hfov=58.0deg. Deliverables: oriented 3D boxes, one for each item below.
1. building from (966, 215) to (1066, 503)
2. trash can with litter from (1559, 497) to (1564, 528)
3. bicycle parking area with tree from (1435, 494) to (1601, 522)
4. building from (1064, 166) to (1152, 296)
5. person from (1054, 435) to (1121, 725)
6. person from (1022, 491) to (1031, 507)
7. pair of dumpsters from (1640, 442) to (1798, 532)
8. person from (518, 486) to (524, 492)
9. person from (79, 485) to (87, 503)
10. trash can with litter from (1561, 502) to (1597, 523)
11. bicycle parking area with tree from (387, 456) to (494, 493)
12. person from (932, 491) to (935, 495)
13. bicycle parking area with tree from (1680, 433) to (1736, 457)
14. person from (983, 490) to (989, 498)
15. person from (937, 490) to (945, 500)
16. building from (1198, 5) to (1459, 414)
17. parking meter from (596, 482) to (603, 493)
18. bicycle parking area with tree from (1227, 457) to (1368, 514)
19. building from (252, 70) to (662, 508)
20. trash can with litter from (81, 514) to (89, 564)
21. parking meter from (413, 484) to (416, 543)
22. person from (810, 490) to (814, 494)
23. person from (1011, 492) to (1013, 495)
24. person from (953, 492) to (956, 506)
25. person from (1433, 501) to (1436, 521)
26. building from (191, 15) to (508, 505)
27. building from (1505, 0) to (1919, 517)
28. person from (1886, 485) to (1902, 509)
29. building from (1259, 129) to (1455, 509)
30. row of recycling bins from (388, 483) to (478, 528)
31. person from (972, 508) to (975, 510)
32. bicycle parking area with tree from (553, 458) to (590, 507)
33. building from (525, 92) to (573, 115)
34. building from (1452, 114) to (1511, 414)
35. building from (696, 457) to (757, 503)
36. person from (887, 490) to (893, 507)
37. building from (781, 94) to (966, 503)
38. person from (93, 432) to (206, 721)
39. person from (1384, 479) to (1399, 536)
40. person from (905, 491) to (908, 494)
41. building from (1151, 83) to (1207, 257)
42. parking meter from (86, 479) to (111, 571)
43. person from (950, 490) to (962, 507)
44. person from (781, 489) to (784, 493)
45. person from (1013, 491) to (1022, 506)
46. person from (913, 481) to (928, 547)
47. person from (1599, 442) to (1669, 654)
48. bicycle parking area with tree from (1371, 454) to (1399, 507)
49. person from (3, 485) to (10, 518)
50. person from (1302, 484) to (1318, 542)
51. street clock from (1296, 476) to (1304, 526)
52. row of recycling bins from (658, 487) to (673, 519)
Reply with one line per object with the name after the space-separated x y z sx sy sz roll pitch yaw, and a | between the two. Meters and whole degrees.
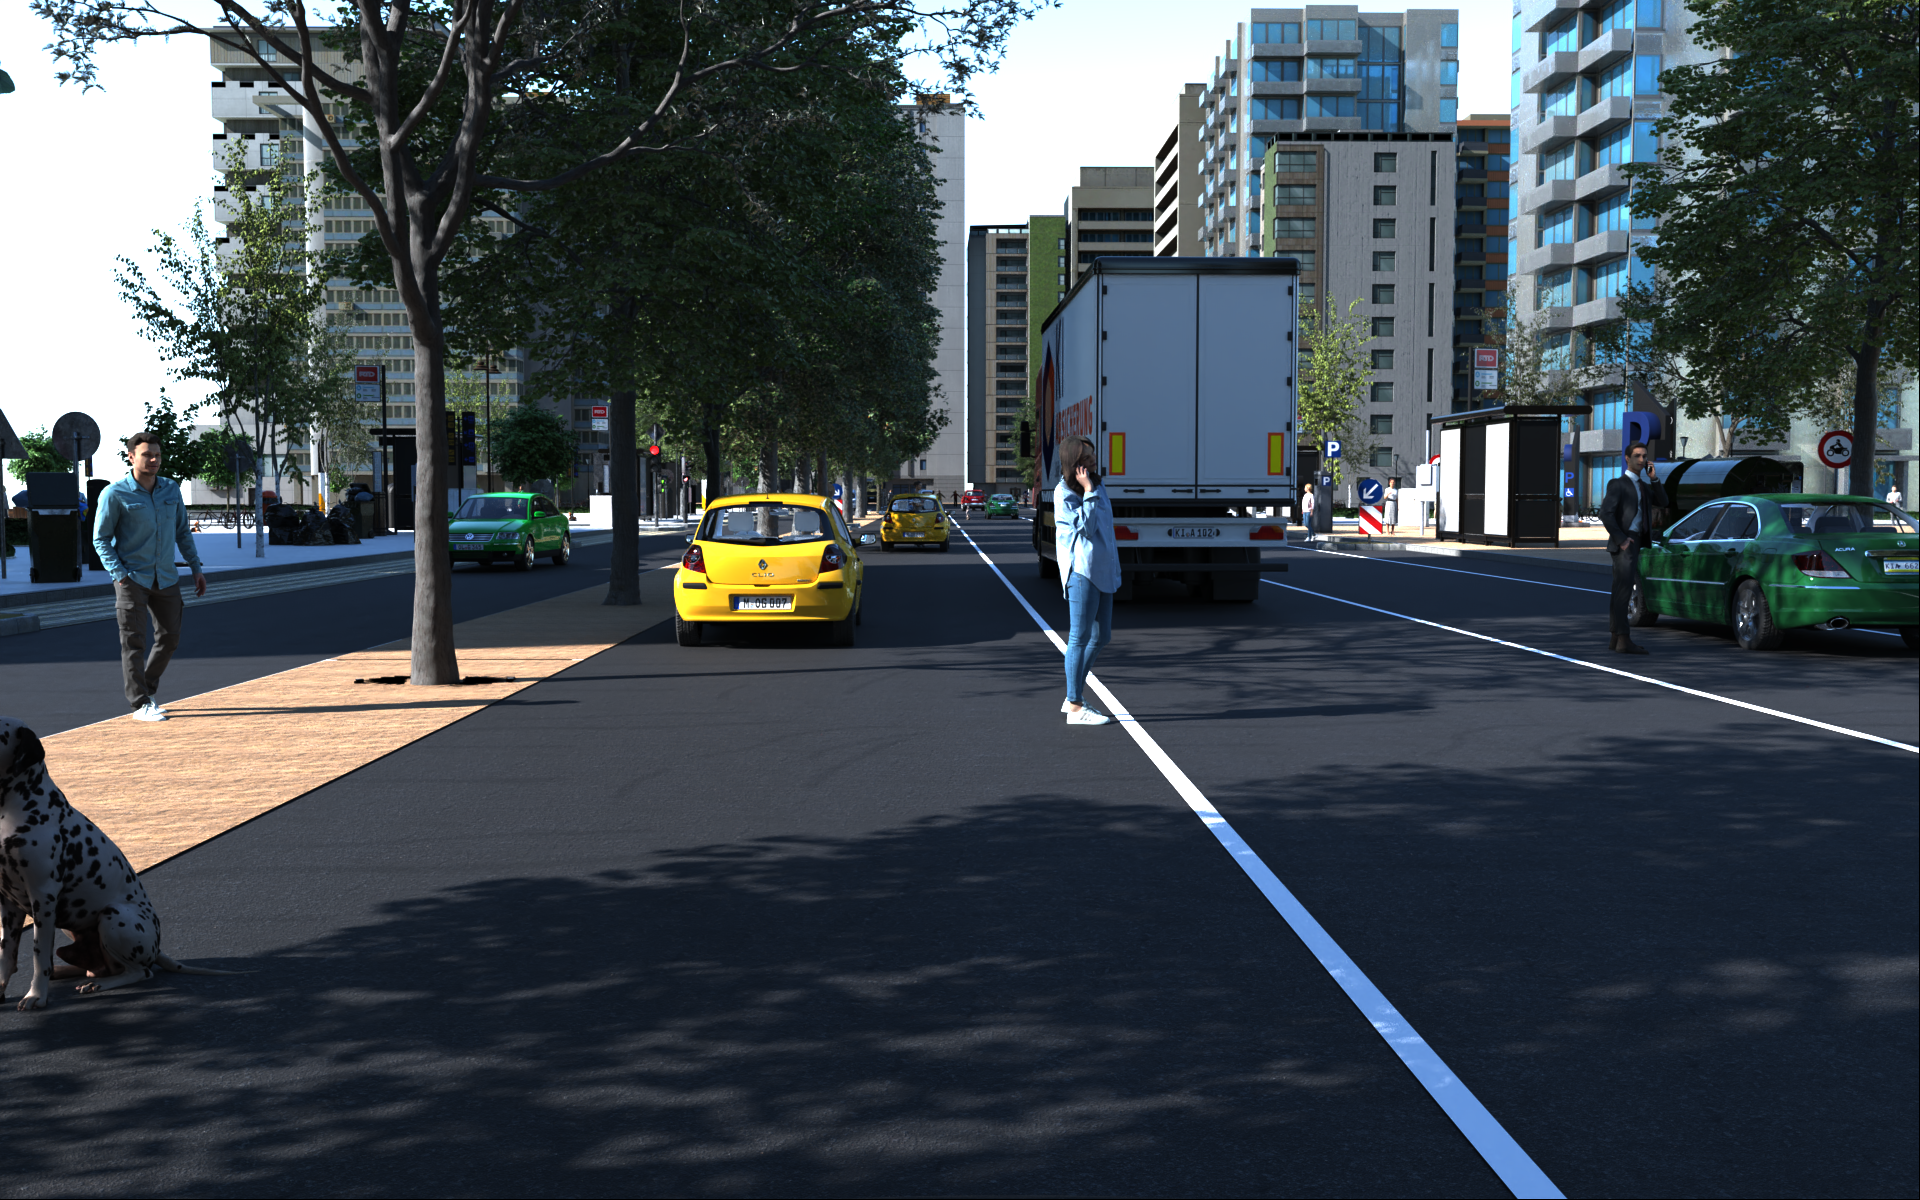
8.089 -34.965 255.269 14.086 41.232 14.154 0 4 -1 | building
22.215 -3.295 65.264 0.624 1.170 1.055 -2 4 -26 | trash can with litter
27.506 -5.904 83.526 9.016 4.147 8.231 1 4 16 | bicycle parking area with tree
26.247 -38.830 258.568 21.600 48.544 21.300 0 4 -1 | building
0.769 -0.126 10.819 0.793 1.790 0.793 0 4 -5 | person
7.103 -10.779 185.445 0.721 1.736 1.217 -3 5 -42 | person
14.756 -1.937 34.171 1.574 2.255 4.437 0 4 -1 | pair of dumpsters
-27.137 -6.181 107.352 0.529 1.795 0.600 -1 4 -15 | person
-25.425 -2.570 49.878 0.589 1.601 0.330 0 4 -8 | person
27.194 -4.056 77.368 1.678 1.210 2.233 -2 4 -27 | trash can with litter
-34.914 -8.121 119.777 8.231 4.147 9.016 1 4 18 | bicycle parking area with tree
-2.335 -8.951 155.576 1.217 1.735 0.721 3 4 37 | person
36.123 -5.945 84.208 9.016 4.147 8.231 1 4 12 | bicycle parking area with tree
2.356 -9.855 169.633 1.348 1.823 0.705 -3 4 -37 | person
-2.138 -10.558 181.212 1.348 1.812 0.705 -1 4 -11 | person
36.392 -34.001 175.516 23.786 49.044 30.456 0 4 -1 | building
-17.781 -4.874 85.394 0.255 1.863 0.399 -2 4 -27 | parking meter
21.425 -7.787 114.314 9.016 4.147 8.231 2 4 24 | bicycle parking area with tree
-45.362 -28.767 162.221 32.217 40.220 23.993 0 4 -1 | building
-16.181 -1.263 32.031 0.624 1.170 1.055 1 4 11 | trash can with litter
-14.225 -2.281 45.706 0.372 1.533 0.369 0 3 0 | parking meter
-12.656 -8.446 146.683 0.616 1.811 0.778 0 4 -1 | person
6.184 -12.355 211.182 0.721 1.739 1.217 2 4 28 | person
-0.567 -12.375 211.651 0.721 1.723 1.217 0 4 -7 | person
22.555 -4.623 81.603 0.580 1.828 0.573 1 4 19 | person
-68.253 -37.153 196.688 27.495 52.752 28.713 0 4 -1 | building
47.829 -29.396 100.228 30.456 49.044 23.786 0 4 -1 | building
39.436 -3.940 73.124 0.606 1.804 0.583 2 4 31 | person
31.335 -22.608 141.345 14.160 30.474 14.107 0 4 -1 | building
-19.971 -3.570 65.488 3.534 1.692 1.069 0 4 -6 | row of recycling bins
1.253 -8.893 154.036 0.705 1.807 1.348 -2 4 -25 | person
-31.402 -9.406 140.787 9.016 4.147 8.231 -2 4 -29 | bicycle parking area with tree
-70.082 -43.704 256.558 28.212 58.520 21.231 0 4 -1 | building
62.328 -33.509 202.500 28.867 44.769 22.147 0 4 -1 | building
-34.559 -34.913 254.423 14.086 41.232 14.154 0 4 -1 | building
-5.826 -8.253 143.620 0.592 1.802 0.473 -3 4 -36 | person
-13.473 -43.775 257.718 28.212 58.520 21.231 0 4 -1 | building
-5.211 -0.156 11.070 0.620 1.820 0.660 2 4 29 | person
13.192 -2.828 52.852 0.480 1.755 0.524 -1 4 -16 | person
-5.936 -11.197 192.242 0.551 1.740 0.621 1 4 13 | person
34.489 -35.338 201.482 21.300 48.544 21.600 0 4 -1 | building
-14.479 -1.269 29.153 0.372 1.533 0.369 0 3 0 | parking meter
-0.464 -11.017 188.593 1.348 1.831 0.705 -1 4 -22 | person
-16.265 -9.237 157.780 1.217 1.735 0.721 -2 4 -25 | person
6.039 -10.700 184.160 1.217 1.735 0.721 1 4 17 | person
-1.090 -2.325 46.854 0.374 1.781 0.599 -1 4 -12 | person
6.149 -0.485 15.785 0.474 1.900 0.648 3 5 39 | person
29.064 -8.406 124.437 8.231 4.147 9.016 0 4 -2 | bicycle parking area with tree
-38.308 -3.713 69.397 0.728 1.800 0.709 -2 4 -27 | person
10.589 -2.645 52.416 0.598 1.740 0.731 -2 4 -29 | person
13.476 -3.922 68.688 0.358 2.002 0.471 0 4 5 | street clock
-16.823 -5.162 91.506 3.534 1.692 1.069 1 4 12 | row of recycling bins
